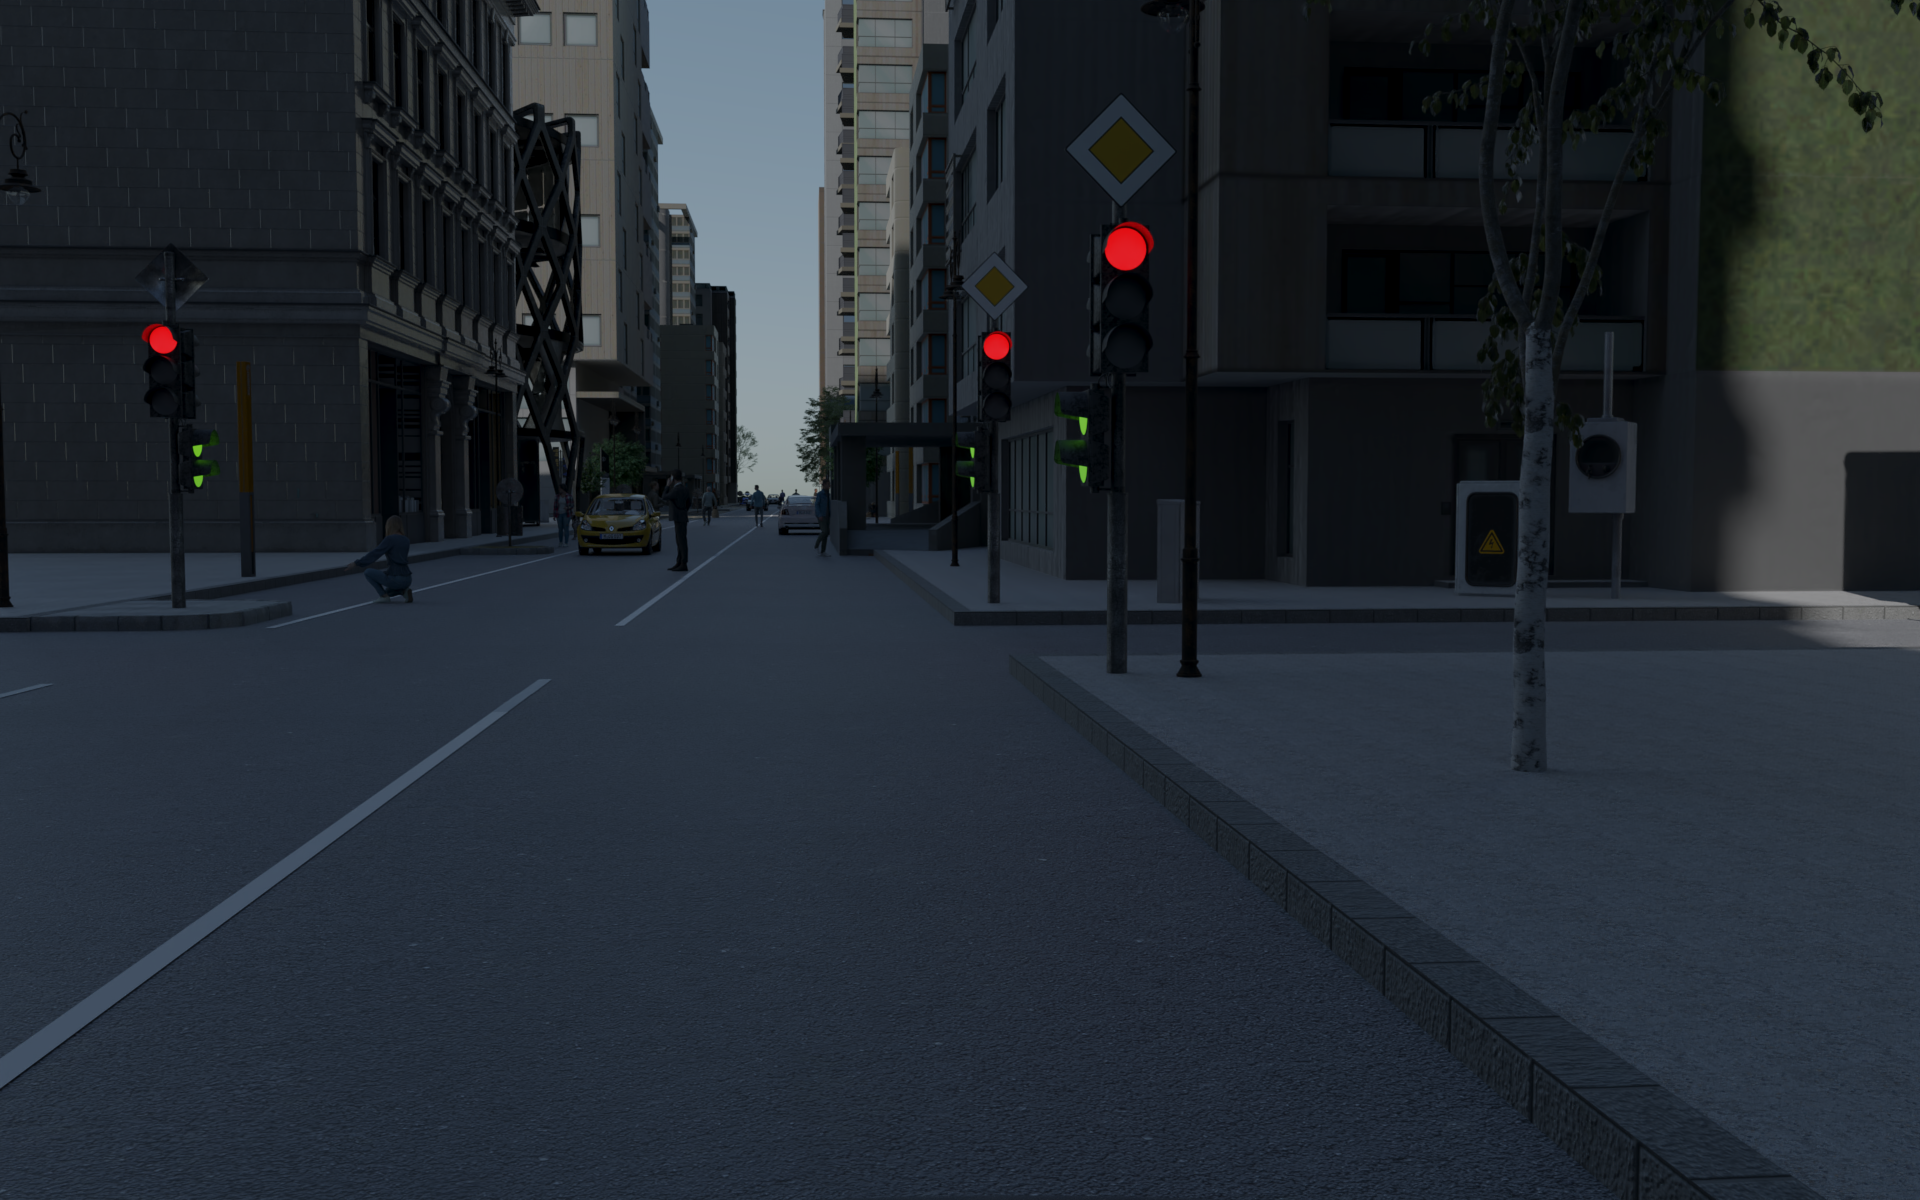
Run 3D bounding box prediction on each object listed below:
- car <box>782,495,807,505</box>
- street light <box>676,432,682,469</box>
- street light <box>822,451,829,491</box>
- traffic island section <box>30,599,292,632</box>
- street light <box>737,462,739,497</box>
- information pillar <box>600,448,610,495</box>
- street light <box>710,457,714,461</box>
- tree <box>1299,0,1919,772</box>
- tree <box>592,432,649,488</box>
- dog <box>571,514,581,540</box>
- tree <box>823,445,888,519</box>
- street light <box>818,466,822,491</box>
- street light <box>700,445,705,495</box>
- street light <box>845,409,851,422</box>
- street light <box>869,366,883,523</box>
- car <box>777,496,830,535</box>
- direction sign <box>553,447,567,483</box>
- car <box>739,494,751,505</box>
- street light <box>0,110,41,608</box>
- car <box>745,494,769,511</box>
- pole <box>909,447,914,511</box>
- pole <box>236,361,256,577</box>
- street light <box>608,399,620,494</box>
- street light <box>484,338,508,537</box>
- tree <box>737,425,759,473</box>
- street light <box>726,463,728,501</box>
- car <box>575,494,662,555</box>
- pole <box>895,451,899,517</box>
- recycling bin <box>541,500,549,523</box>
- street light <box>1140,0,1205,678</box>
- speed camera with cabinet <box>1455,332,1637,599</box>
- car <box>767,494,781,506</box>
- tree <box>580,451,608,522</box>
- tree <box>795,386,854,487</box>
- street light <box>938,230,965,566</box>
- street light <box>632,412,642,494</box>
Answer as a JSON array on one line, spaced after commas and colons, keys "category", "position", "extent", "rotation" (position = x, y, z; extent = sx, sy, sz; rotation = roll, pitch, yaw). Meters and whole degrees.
[{"category": "car", "position": [-10.060, -5.843, 107.892], "extent": [2.083, 1.381, 4.827], "rotation": [0, 4, -4]}, {"category": "street light", "position": [-20.832, -9.512, 128.308], "extent": [0.468, 5.910, 1.993], "rotation": [0, 4, -5]}, {"category": "street light", "position": [-14.608, -13.248, 189.386], "extent": [0.468, 5.910, 1.993], "rotation": [0, 4, -5]}, {"category": "traffic island section", "position": [-8.834, 0.167, 19.548], "extent": [2.009, 0.180, 2.903], "rotation": [0, 4, -5]}, {"category": "street light", "position": [-31.299, -16.560, 243.536], "extent": [0.468, 5.910, 1.993], "rotation": [0, 4, -5]}, {"category": "information pillar", "position": [-18.072, -5.919, 88.132], "extent": [0.504, 3.616, 0.183], "rotation": [-3, 5, -43]}, {"category": "street light", "position": [-25.486, -12.582, 178.506], "extent": [0.468, 5.910, 1.993], "rotation": [0, 4, -5]}, {"category": "tree", "position": [2.884, -3.515, 7.832], "extent": [4.360, 8.622, 3.978], "rotation": [0, 3, 0]}, {"category": "tree", "position": [-17.978, -6.570, 91.133], "extent": [4.285, 4.588, 4.351], "rotation": [0, 3, 0]}, {"category": "dog", "position": [-11.867, -2.298, 54.405], "extent": [0.800, 0.831, 0.513], "rotation": [1, 4, 18]}, {"category": "tree", "position": [-5.370, -6.407, 88.467], "extent": [4.285, 4.588, 4.351], "rotation": [0, 3, 0]}, {"category": "street light", "position": [-17.518, -15.212, 221.495], "extent": [0.468, 5.910, 1.993], "rotation": [0, 4, -5]}, {"category": "street light", "position": [-23.784, -11.476, 160.413], "extent": [0.468, 5.910, 1.993], "rotation": [0, 4, -5]}, {"category": "street light", "position": [-5.988, -7.462, 94.796], "extent": [0.468, 5.910, 1.993], "rotation": [0, 4, -5]}, {"category": "street light", "position": [-3.017, -5.499, 62.692], "extent": [0.468, 5.910, 1.993], "rotation": [0, 4, -5]}, {"category": "car", "position": [-5.557, -3.053, 62.283], "extent": [2.083, 1.381, 4.827], "rotation": [0, 4, -4]}, {"category": "direction sign", "position": [-19.098, -5.561, 82.914], "extent": [0.876, 3.537, 0.379], "rotation": [1, 4, 20]}, {"category": "car", "position": [-26.742, -12.698, 217.205], "extent": [1.945, 1.707, 3.694], "rotation": [0, 4, -3]}, {"category": "street light", "position": [-10.843, -2.855, 19.475], "extent": [0.468, 5.910, 1.993], "rotation": [0, 4, -5]}, {"category": "car", "position": [-17.230, -8.402, 147.154], "extent": [2.009, 1.686, 4.222], "rotation": [0, 4, -4]}, {"category": "pole", "position": [-1.902, -4.507, 67.526], "extent": [0.158, 3.312, 0.155], "rotation": [0, 3, 0]}, {"category": "pole", "position": [-11.021, -2.012, 26.732], "extent": [0.158, 3.312, 0.155], "rotation": [0, 3, 0]}, {"category": "street light", "position": [-16.741, -6.796, 83.900], "extent": [0.468, 5.910, 1.993], "rotation": [0, 4, -5]}, {"category": "street light", "position": [-13.782, -4.819, 51.581], "extent": [0.468, 5.910, 1.993], "rotation": [0, 4, -5]}, {"category": "tree", "position": [-32.942, -19.892, 250.986], "extent": [9.928, 11.665, 9.643], "rotation": [0, 3, 0]}, {"category": "street light", "position": [-28.434, -14.595, 211.423], "extent": [0.468, 5.910, 1.993], "rotation": [0, 4, -5]}, {"category": "car", "position": [-8.206, -1.936, 41.872], "extent": [2.015, 1.641, 3.980], "rotation": [0, 4, -5]}, {"category": "pole", "position": [-2.962, -5.389, 81.946], "extent": [0.158, 3.312, 0.155], "rotation": [0, 3, 0]}, {"category": "recycling bin", "position": [-18.973, -3.995, 77.875], "extent": [0.722, 1.027, 0.722], "rotation": [3, 5, 40]}, {"category": "street light", "position": [1.611, -2.398, 11.998], "extent": [0.468, 5.910, 1.993], "rotation": [0, 4, -5]}, {"category": "speed camera with cabinet", "position": [7.240, -1.657, 21.434], "extent": [2.038, 3.252, 0.660], "rotation": [2, 4, 32]}, {"category": "car", "position": [-22.614, -12.244, 209.980], "extent": [2.009, 1.686, 4.222], "rotation": [0, 4, -4]}, {"category": "tree", "position": [-16.727, -5.122, 78.350], "extent": [1.663, 3.219, 1.824], "rotation": [0, 3, 0]}, {"category": "tree", "position": [-13.315, -16.100, 181.367], "extent": [7.486, 12.596, 7.792], "rotation": [0, 3, 0]}, {"category": "street light", "position": [-0.091, -3.535, 30.585], "extent": [0.468, 5.910, 1.993], "rotation": [0, 4, -5]}, {"category": "street light", "position": [-17.917, -7.548, 96.199], "extent": [0.468, 5.910, 1.993], "rotation": [0, 4, -5]}]
